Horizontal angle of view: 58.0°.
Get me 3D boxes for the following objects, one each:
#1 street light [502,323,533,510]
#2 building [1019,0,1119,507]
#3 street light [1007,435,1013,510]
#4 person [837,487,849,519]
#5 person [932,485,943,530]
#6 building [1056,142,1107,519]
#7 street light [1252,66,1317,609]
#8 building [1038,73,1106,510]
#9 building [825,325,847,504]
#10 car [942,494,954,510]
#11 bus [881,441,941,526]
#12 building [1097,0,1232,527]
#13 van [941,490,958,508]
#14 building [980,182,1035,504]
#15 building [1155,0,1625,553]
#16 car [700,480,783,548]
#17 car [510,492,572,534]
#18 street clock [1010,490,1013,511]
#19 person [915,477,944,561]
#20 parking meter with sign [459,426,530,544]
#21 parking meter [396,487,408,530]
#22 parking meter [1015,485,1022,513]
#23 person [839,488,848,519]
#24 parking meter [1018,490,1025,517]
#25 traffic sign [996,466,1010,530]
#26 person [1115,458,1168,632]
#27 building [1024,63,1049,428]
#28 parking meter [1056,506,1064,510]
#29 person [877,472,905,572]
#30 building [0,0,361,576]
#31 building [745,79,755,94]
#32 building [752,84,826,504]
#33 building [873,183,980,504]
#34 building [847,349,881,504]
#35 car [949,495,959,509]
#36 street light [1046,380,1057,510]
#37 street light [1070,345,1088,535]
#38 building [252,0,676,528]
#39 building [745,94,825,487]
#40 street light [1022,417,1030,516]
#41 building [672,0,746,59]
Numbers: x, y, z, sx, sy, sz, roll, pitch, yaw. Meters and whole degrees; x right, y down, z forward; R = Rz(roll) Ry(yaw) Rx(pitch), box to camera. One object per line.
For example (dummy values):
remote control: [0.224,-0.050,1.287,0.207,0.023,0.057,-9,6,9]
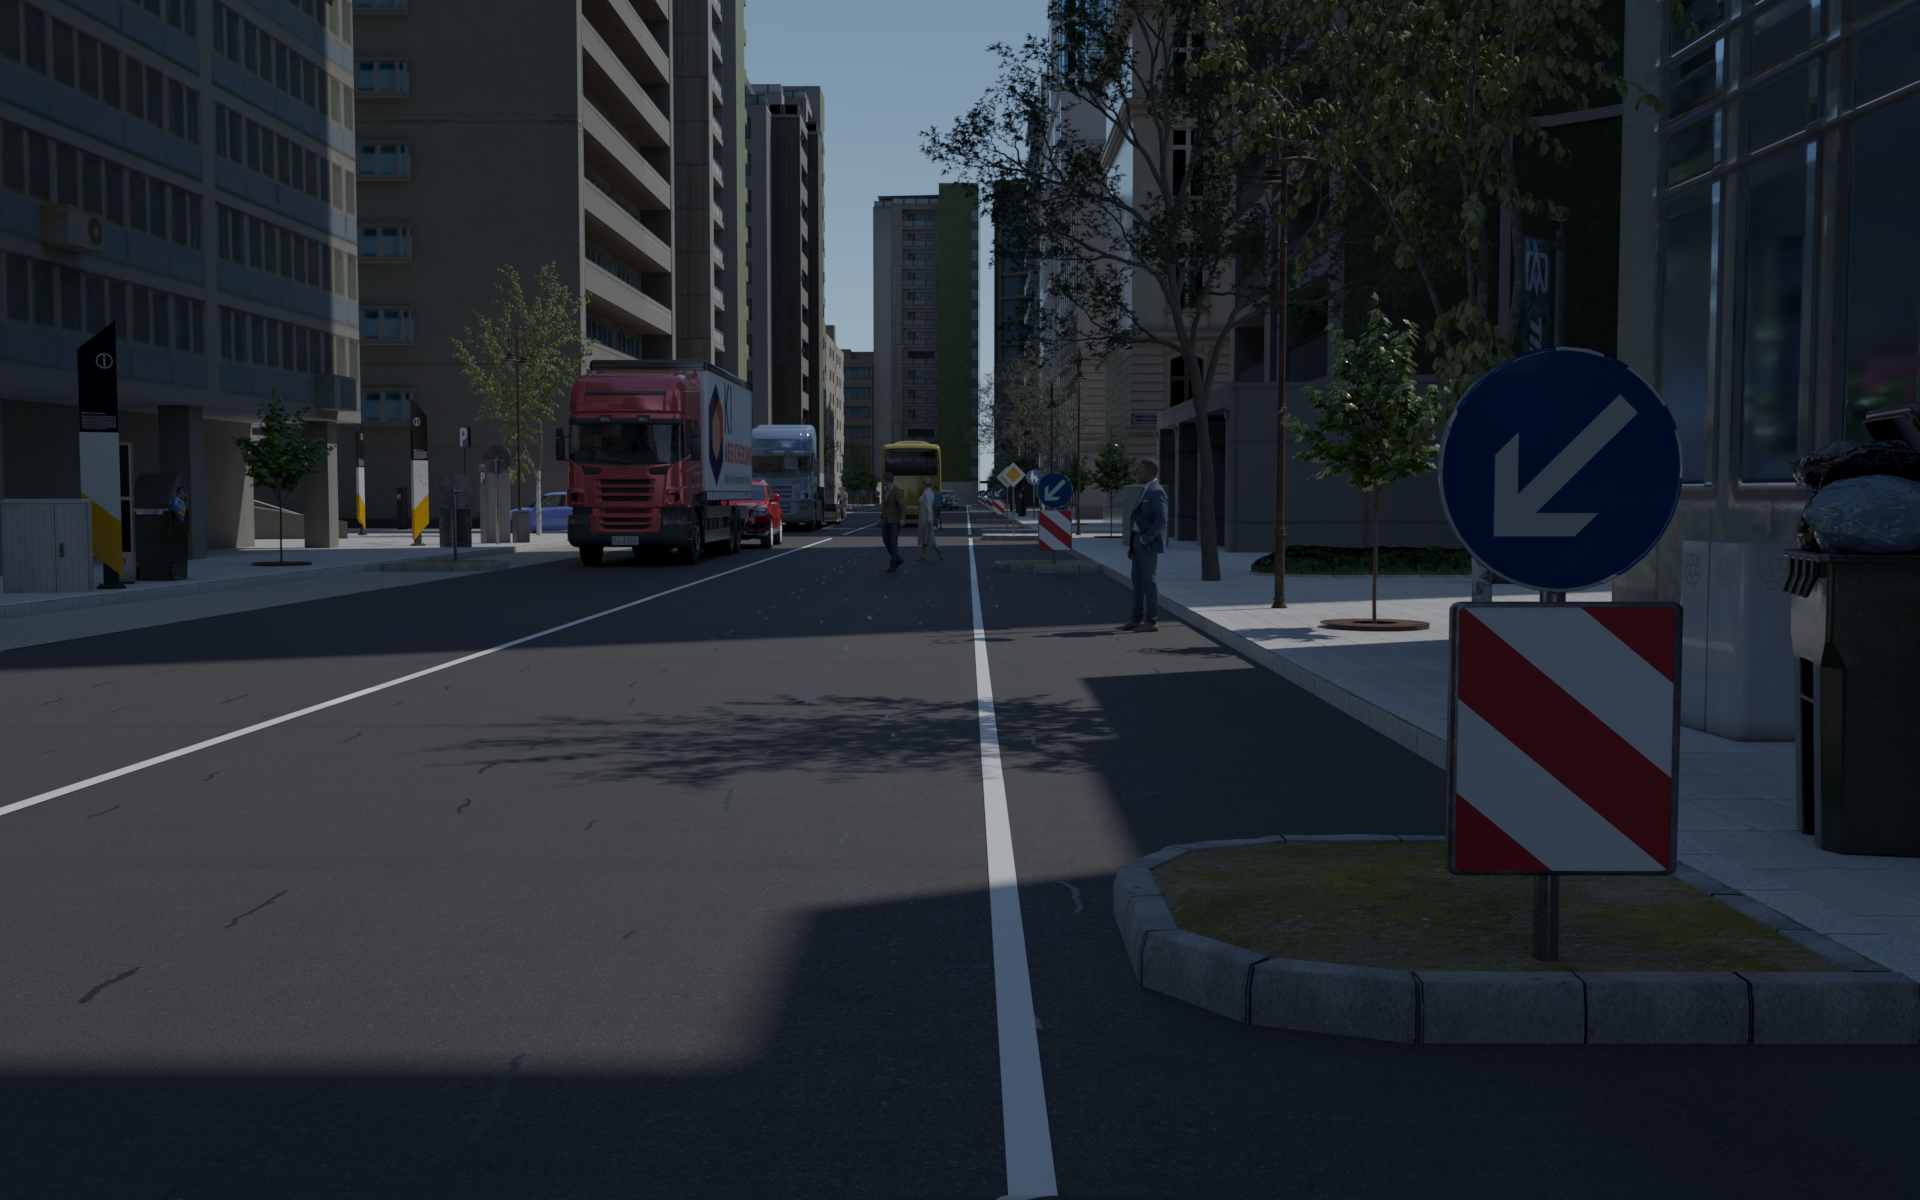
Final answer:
street light: [-11.938,-4.529,46.841,0.468,5.910,1.993,0,4,0]
building: [17.182,-52.034,163.428,22.319,86.520,31.000,0,4,0]
street light: [3.988,-10.020,136.617,0.468,5.910,1.993,0,4,0]
person: [-6.810,-5.578,99.483,0.659,1.850,0.755,2,4,29]
person: [-0.897,-3.680,69.016,0.601,1.785,0.444,-2,4,-34]
building: [10.710,-15.216,97.933,9.793,20.994,18.267,0,4,0]
street light: [3.589,-2.844,19.295,0.468,5.910,1.993,0,4,0]
building: [11.658,-21.094,122.376,11.434,29.767,29.804,0,4,0]
building: [-28.760,-21.652,199.046,28.899,21.520,27.650,0,4,0]
car: [-1.579,-8.706,154.145,2.131,1.459,4.920,0,4,-1]
bus: [-2.219,-5.381,79.528,2.896,3.916,12.252,0,4,-1]
building: [23.312,-15.340,69.889,34.723,24.649,14.460,0,4,0]
van: [-1.269,-10.493,178.565,2.013,2.044,4.112,0,4,2]
building: [17.083,-35.381,233.101,28.867,44.769,22.147,0,4,0]
building: [16.138,-36.823,40.316,20.563,71.187,20.611,0,4,0]
car: [-6.017,-2.372,47.450,2.281,1.827,5.304,0,4,-2]
car: [-13.760,-3.026,59.060,3.694,1.707,1.945,0,3,0]
street clock: [3.926,-7.715,130.713,0.471,2.002,0.358,0,4,6]
person: [-0.644,-1.727,36.958,0.641,1.798,0.478,1,4,23]
parking meter with sign: [-12.101,-2.989,45.125,1.738,3.016,0.543,-3,5,-41]
parking meter: [-20.129,-3.308,62.495,0.372,1.533,0.369,0,3,0]
parking meter: [3.958,-6.791,116.741,0.399,1.863,0.255,-2,4,-35]
person: [-6.643,-5.464,98.044,0.583,1.804,0.606,-2,4,-33]
parking meter: [3.494,-5.512,98.538,0.372,1.533,0.369,0,3,0]
traffic sign: [1.702,-3.596,62.432,0.795,2.450,0.064,0,4,0]
person: [1.943,-0.573,18.044,0.419,1.800,0.721,-1,4,-17]
building: [18.681,-35.239,195.773,23.786,49.044,30.456,0,4,0]
parking meter: [3.981,-3.714,69.127,0.372,1.533,0.369,0,3,0]
person: [-1.272,-1.449,32.099,0.656,1.842,0.836,1,4,19]
building: [-26.135,-20.966,34.671,23.993,40.220,32.217,0,4,0]
building: [-29.925,-27.972,149.223,32.217,40.220,23.993,0,4,0]
building: [-20.669,-29.664,168.593,14.154,41.232,14.086,0,4,0]
building: [-4.407,-33.418,229.976,14.086,41.232,14.154,0,4,0]
building: [-25.881,-23.911,235.979,28.899,21.520,27.650,0,4,0]
car: [-1.072,-9.450,166.874,2.083,1.381,4.827,0,4,-1]
street light: [3.727,-5.975,70.474,0.468,5.910,1.993,0,4,0]
street light: [3.696,-4.959,53.875,0.468,5.910,1.993,0,4,0]
building: [-24.652,-27.516,73.594,21.300,48.544,21.600,0,4,0]
building: [-17.675,-21.835,128.711,14.160,30.474,14.107,0,4,0]
street light: [3.920,-7.997,103.546,0.468,5.910,1.993,0,4,0]
building: [-20.882,-25.831,105.933,14.154,41.232,14.086,0,4,0]
